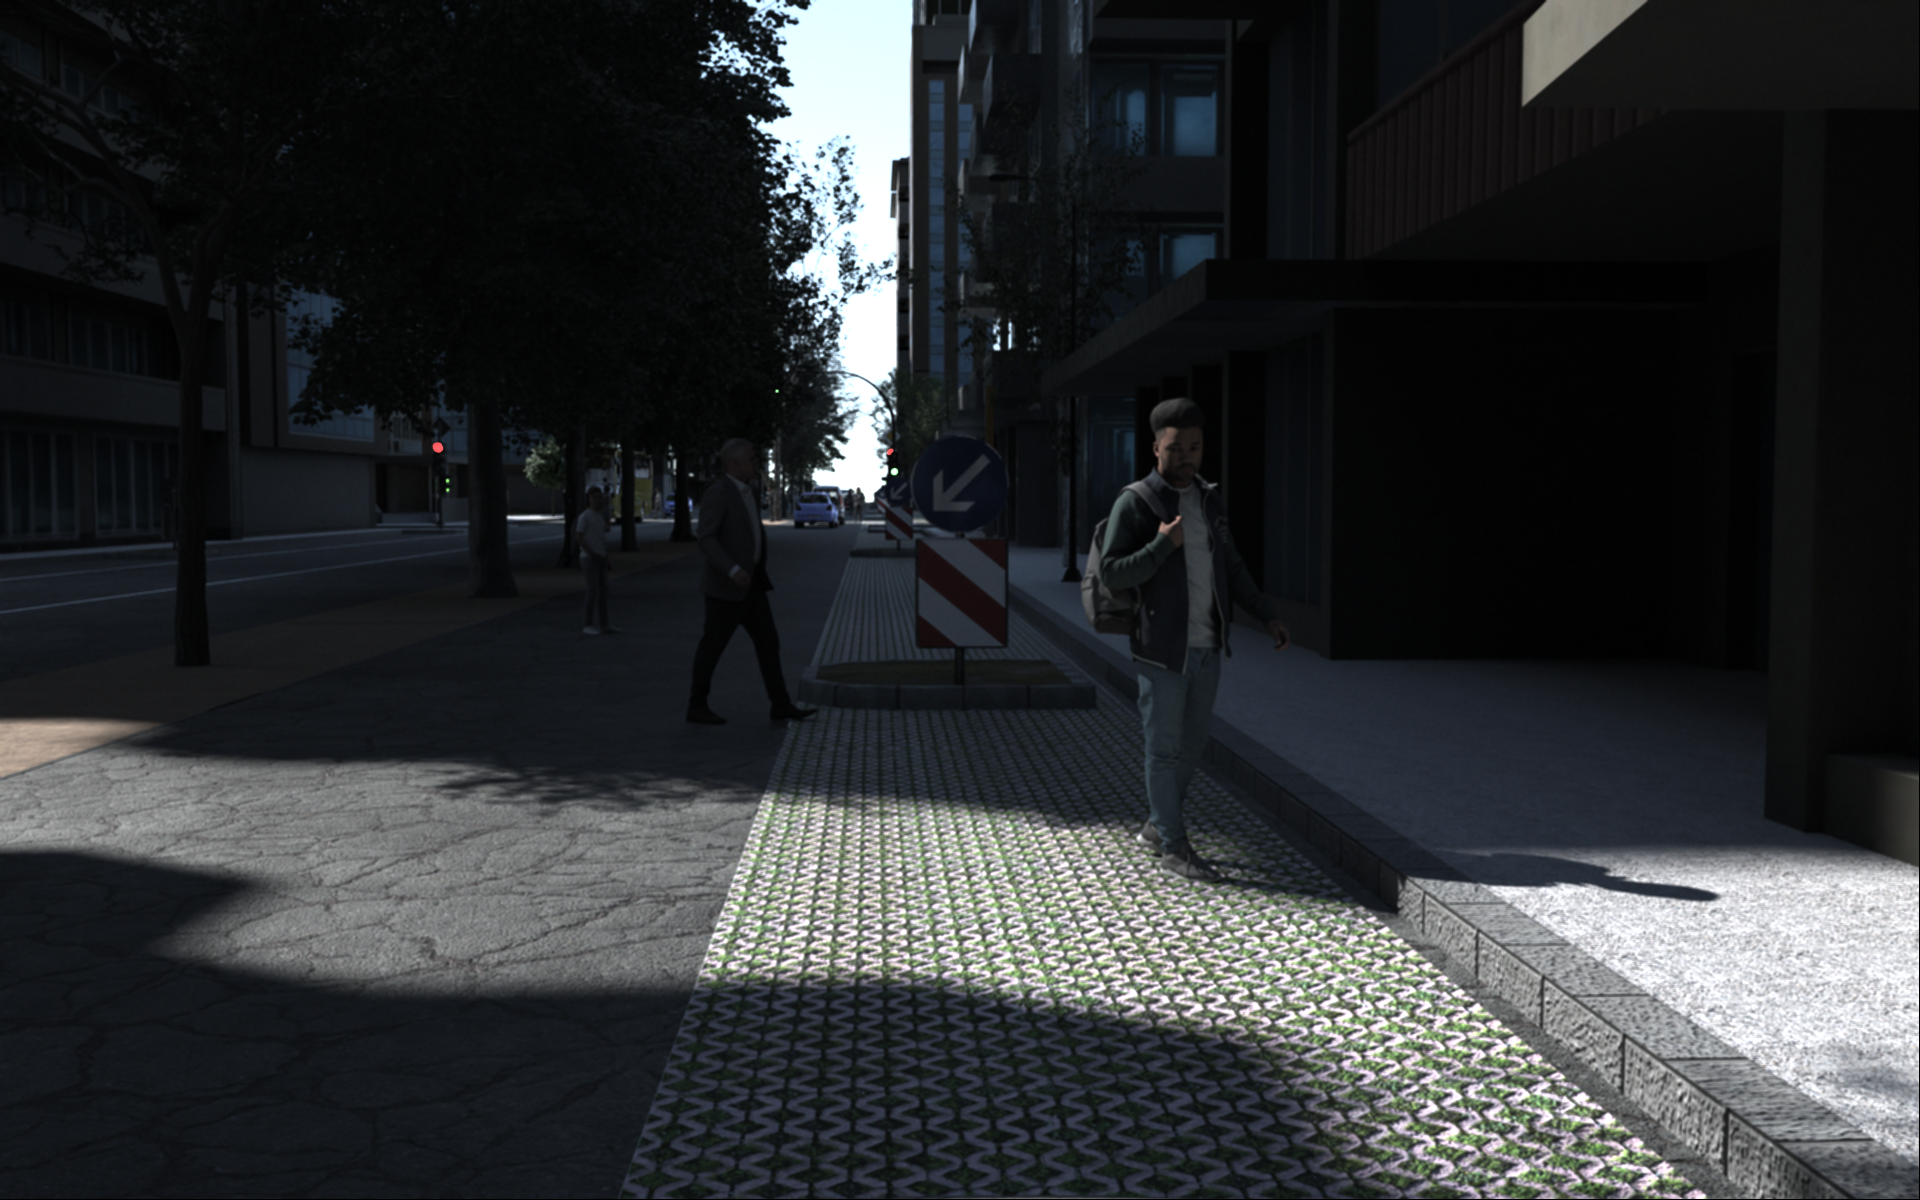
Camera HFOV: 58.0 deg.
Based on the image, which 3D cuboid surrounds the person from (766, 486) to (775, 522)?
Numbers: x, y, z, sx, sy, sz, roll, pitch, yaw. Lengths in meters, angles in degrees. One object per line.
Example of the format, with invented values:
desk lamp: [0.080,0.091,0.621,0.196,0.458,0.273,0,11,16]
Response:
person: [-9.748,-4.937,89.023,0.447,1.846,0.655,-1,4,-11]

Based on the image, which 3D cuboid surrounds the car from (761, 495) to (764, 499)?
car: [-27.556,-13.668,236.058,1.945,1.354,3.894,0,4,-3]

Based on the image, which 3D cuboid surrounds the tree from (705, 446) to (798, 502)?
tree: [-9.536,-7.511,75.621,4.737,8.622,4.395,0,3,0]

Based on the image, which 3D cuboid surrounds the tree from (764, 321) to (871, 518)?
tree: [-11.583,-12.648,119.624,12.009,13.543,11.850,0,3,0]

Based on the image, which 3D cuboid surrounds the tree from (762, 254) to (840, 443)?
tree: [-8.440,-7.608,61.265,8.767,10.594,7.601,0,4,-3]

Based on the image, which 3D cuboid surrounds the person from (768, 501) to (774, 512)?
person: [-15.169,-7.731,140.396,1.012,1.151,0.738,-3,4,-38]

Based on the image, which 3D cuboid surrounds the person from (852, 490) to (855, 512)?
person: [-8.761,-8.107,141.383,0.599,1.781,0.374,0,4,8]

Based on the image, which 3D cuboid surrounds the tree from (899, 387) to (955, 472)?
tree: [-2.131,-10.348,119.558,4.737,8.622,4.395,0,3,0]

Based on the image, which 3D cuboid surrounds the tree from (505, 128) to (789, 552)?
tree: [-8.074,-7.435,42.151,7.486,12.596,7.792,0,3,0]

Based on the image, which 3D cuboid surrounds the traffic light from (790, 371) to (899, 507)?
traffic light: [-4.551,-5.465,64.019,4.771,5.953,1.251,0,4,-3]

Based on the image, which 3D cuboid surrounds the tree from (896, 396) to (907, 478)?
tree: [-1.344,-9.284,102.151,4.360,8.622,3.978,0,3,0]

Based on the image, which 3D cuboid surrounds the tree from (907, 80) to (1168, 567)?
tree: [1.651,-4.878,30.110,4.360,8.622,3.978,0,3,0]

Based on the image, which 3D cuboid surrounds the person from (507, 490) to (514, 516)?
person: [-26.362,-5.792,100.650,0.836,1.842,0.656,-2,4,-32]

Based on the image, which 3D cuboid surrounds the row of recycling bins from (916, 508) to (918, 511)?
row of recycling bins: [-1.688,-7.848,135.420,3.534,1.692,1.069,-2,4,-24]

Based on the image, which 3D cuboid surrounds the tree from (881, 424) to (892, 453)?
tree: [-3.668,-10.855,127.845,4.360,8.622,3.978,0,3,0]

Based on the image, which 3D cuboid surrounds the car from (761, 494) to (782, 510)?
car: [-17.323,-9.096,160.515,2.131,1.459,4.920,0,4,-2]

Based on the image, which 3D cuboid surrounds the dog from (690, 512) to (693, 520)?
dog: [-14.939,-4.808,95.454,0.513,0.831,0.800,-3,4,-38]

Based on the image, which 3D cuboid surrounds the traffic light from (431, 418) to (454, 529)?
traffic light: [-19.006,-4.557,63.421,0.839,4.253,0.868,0,4,-3]

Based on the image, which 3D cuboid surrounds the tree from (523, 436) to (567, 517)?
tree: [-22.950,-6.969,97.660,4.285,4.588,4.351,0,3,0]

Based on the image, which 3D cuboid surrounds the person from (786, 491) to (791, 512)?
person: [-13.794,-7.904,138.562,0.563,1.720,0.643,2,4,25]

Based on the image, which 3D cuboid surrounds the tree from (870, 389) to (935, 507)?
tree: [-4.069,-13.099,148.588,8.767,10.594,7.601,-3,5,-43]

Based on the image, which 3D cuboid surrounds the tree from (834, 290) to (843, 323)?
tree: [-8.307,-8.072,51.440,9.611,12.733,9.660,0,3,0]

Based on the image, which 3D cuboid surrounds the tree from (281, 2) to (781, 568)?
tree: [-7.443,-6.959,33.249,9.611,12.733,9.660,0,3,0]

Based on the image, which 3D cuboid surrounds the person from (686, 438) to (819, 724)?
person: [-1.322,-0.116,10.798,0.834,1.777,0.661,1,4,15]

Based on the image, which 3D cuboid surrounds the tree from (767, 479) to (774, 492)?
tree: [-33.806,-19.677,305.431,4.285,4.588,4.351,0,3,0]

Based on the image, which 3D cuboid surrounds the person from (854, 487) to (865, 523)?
person: [-4.923,-4.653,84.759,0.537,1.800,0.526,1,4,9]

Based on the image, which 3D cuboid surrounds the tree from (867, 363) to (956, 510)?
tree: [-3.859,-12.999,138.291,9.928,11.665,9.643,0,3,0]

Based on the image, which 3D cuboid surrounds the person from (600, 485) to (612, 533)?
person: [-13.241,-3.396,64.381,0.532,1.782,0.716,-2,4,-25]

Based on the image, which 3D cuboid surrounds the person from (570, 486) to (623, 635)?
person: [-3.709,-0.401,17.655,0.523,1.515,0.503,-1,4,-13]

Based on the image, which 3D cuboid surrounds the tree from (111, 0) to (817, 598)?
tree: [-6.453,-6.992,23.432,9.857,13.997,8.962,0,3,0]

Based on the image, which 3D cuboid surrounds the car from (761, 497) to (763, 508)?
car: [-21.336,-10.348,178.983,2.009,1.686,4.222,0,4,-1]

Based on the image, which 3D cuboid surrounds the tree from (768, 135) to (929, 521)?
tree: [-8.380,-14.177,90.145,12.611,20.169,13.585,0,3,0]

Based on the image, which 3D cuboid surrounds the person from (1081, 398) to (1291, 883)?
person: [0.805,0.146,6.466,0.721,1.781,0.623,3,5,42]

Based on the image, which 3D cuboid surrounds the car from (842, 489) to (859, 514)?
car: [-8.345,-7.257,127.693,2.155,1.783,4.494,0,4,-3]

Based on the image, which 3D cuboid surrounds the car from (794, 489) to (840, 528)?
car: [-6.098,-3.918,73.650,1.945,1.707,3.694,0,4,-1]

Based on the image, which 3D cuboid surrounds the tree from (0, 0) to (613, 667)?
tree: [-6.392,-4.701,13.737,8.767,10.594,7.601,0,4,-3]

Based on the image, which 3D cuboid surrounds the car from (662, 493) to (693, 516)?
car: [-18.516,-6.367,113.691,1.945,1.707,3.694,0,4,-4]

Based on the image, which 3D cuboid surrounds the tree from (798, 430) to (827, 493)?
tree: [-12.129,-10.728,128.214,4.737,8.622,4.395,0,3,0]

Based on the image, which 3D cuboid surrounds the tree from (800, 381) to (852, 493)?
tree: [-12.227,-13.071,134.297,7.486,12.596,7.792,0,3,0]

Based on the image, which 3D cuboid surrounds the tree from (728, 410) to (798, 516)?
tree: [-9.793,-7.829,80.822,4.360,8.622,3.978,0,3,0]

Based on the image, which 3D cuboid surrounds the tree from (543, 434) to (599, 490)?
tree: [-23.778,-9.477,105.310,4.737,8.622,4.395,0,3,0]

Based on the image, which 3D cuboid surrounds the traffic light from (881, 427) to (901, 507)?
traffic light: [-2.867,-5.096,72.240,0.839,4.253,0.868,0,4,-3]

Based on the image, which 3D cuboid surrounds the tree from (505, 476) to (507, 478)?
tree: [-21.919,-5.300,81.258,1.663,3.219,1.824,0,3,0]

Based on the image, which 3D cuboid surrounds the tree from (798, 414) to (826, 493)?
tree: [-10.730,-9.707,111.536,4.360,8.622,3.978,0,3,0]
